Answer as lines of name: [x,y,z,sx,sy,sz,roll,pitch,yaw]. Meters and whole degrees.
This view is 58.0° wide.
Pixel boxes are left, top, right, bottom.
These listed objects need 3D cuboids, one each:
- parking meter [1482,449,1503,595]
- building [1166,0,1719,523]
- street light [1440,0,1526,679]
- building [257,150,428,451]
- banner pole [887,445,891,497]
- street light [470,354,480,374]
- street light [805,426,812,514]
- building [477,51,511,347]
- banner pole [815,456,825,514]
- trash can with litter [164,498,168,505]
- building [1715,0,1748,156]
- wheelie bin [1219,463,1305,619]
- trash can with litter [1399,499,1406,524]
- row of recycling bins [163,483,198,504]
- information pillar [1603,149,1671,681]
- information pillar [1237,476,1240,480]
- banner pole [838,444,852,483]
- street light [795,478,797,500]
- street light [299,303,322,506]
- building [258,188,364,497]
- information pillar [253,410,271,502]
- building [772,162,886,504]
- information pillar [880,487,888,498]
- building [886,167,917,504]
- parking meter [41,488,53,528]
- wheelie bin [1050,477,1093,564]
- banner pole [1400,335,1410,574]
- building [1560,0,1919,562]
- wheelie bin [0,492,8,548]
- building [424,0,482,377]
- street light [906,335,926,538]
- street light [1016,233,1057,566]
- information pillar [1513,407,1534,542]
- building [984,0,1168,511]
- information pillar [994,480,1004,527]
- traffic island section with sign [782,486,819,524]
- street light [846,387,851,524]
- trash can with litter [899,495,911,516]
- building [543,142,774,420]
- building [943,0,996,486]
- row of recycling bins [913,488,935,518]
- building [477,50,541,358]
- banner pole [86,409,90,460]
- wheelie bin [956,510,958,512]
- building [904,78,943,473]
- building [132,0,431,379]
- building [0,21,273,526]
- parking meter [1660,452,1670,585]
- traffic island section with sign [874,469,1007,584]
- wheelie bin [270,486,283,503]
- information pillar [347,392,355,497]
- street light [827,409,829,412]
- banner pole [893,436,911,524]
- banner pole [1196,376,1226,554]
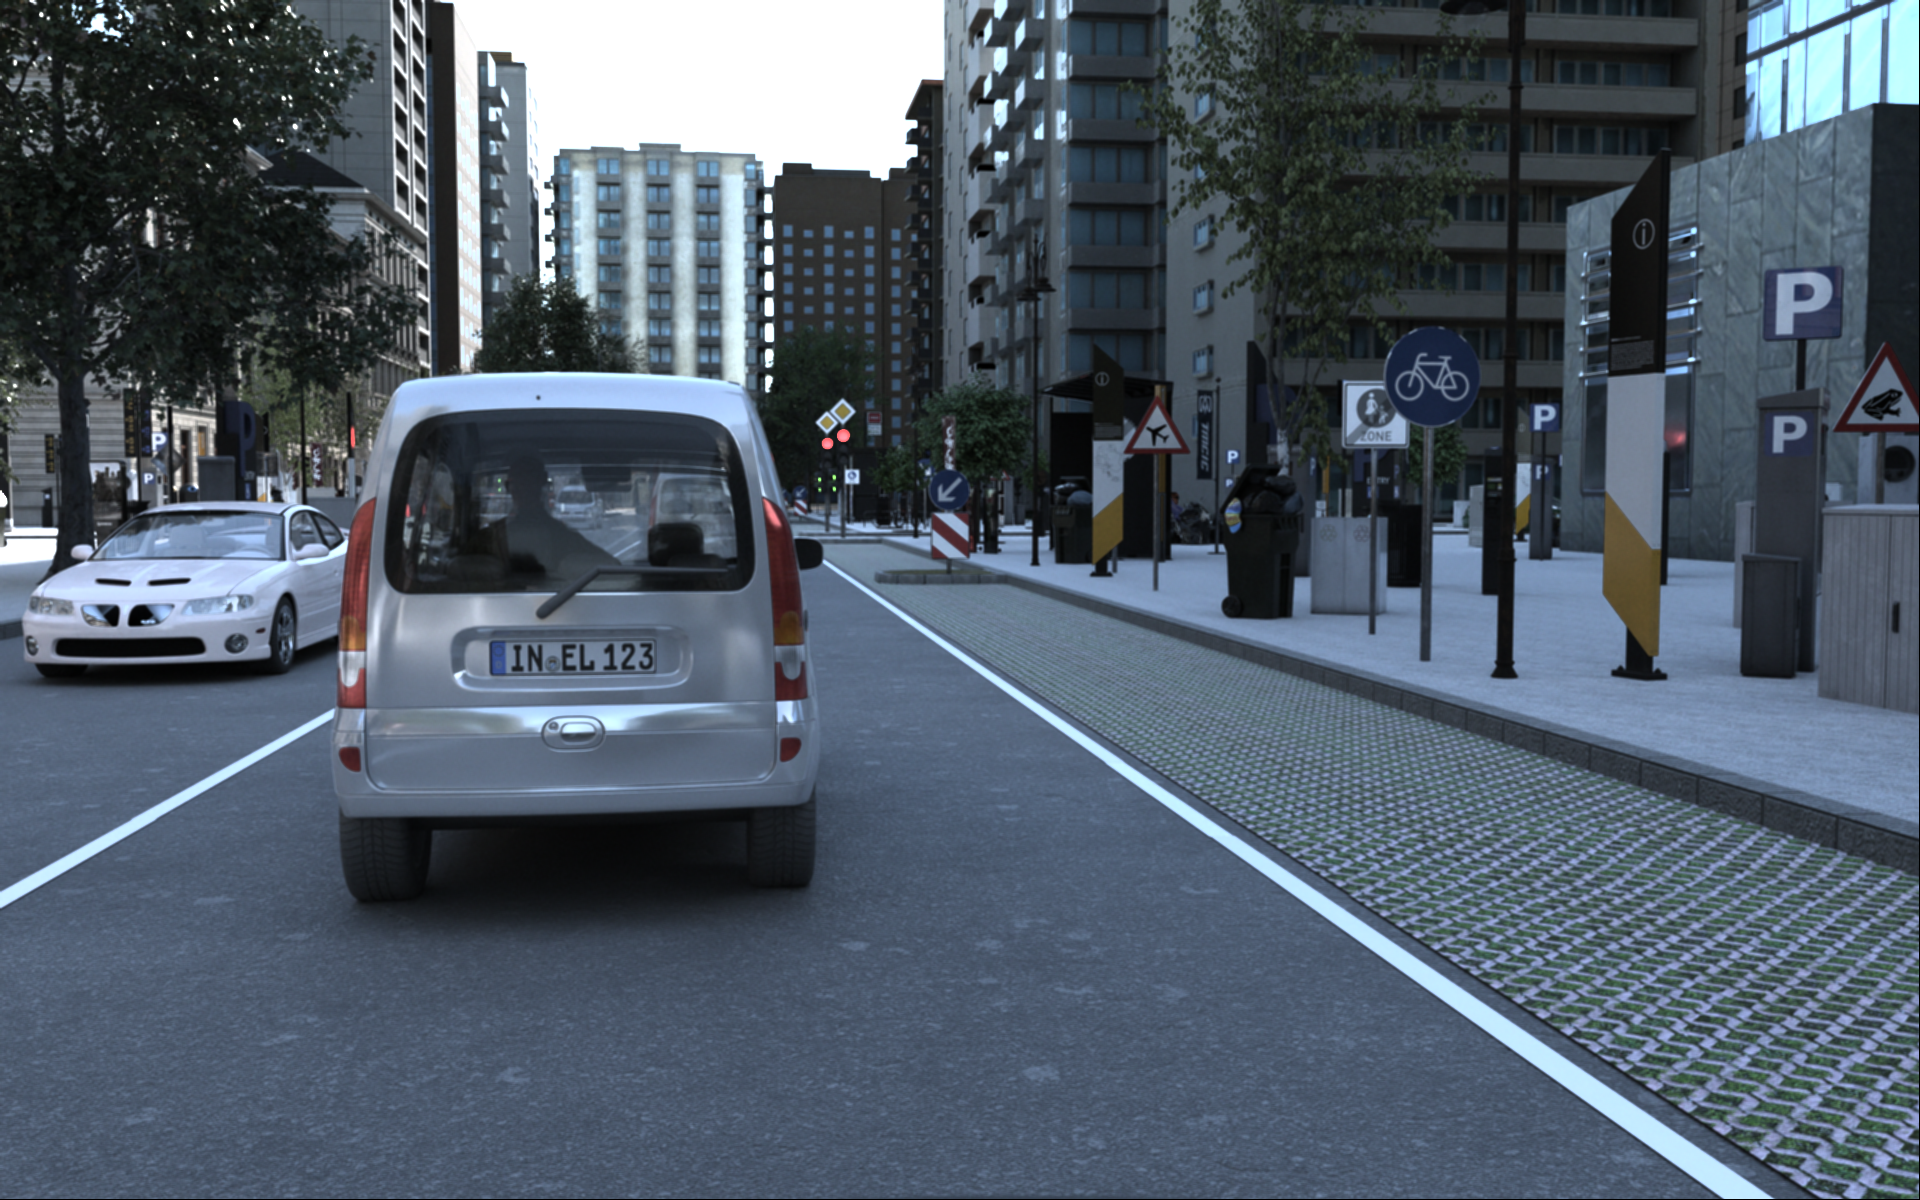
parking meter: [6.803,-1.000,22.069,0.255,1.863,0.399,1,4,15]
building: [21.586,-28.231,85.279,21.600,48.544,21.300,0,4,-8]
street light: [3.810,-2.395,11.943,0.468,5.910,1.993,0,4,-8]
building: [-43.447,-17.681,117.964,11.050,23.489,19.941,0,4,-8]
banner pole: [-3.438,-6.066,89.203,0.401,3.779,0.863,3,5,43]
street light: [-15.994,-5.169,57.297,0.468,5.910,1.993,0,4,-8]
street light: [-9.925,-8.643,114.103,0.468,5.910,1.993,0,4,-8]
building: [-62.032,-34.068,176.622,30.456,49.044,23.786,0,4,-8]
banner pole: [-9.220,-7.599,114.254,0.863,3.779,0.401,-3,5,-44]
trash can with litter: [-25.944,-2.718,55.834,1.055,1.170,0.624,-2,4,-27]
building: [50.521,-39.728,87.802,20.611,71.187,20.563,0,4,-8]
wheelie bin: [3.163,-0.618,18.017,0.693,1.594,0.980,3,5,40]
trash can with litter: [19.094,-3.861,74.509,1.055,1.170,0.624,3,5,44]
row of recycling bins: [-29.340,-3.664,67.013,3.534,1.692,1.069,-3,5,-39]
information pillar: [4.710,-1.266,12.056,0.183,3.616,0.504,-1,4,-21]
information pillar: [11.153,-3.970,69.393,0.304,2.012,0.304,2,4,34]
banner pole: [-5.706,-5.917,86.760,0.863,3.779,0.401,-1,4,-11]
street light: [-12.607,-9.798,132.993,0.468,5.910,1.993,0,4,-8]
street light: [-12.616,-3.696,33.219,0.468,5.910,1.993,0,4,-8]
building: [-40.961,-14.315,98.677,10.561,19.102,19.286,0,4,-8]
information pillar: [-19.574,-3.497,48.533,0.504,3.616,0.183,-2,4,-26]
building: [-18.321,-35.903,237.128,14.200,45.320,14.600,0,4,-8]
information pillar: [-3.836,-5.053,87.115,0.304,2.012,0.304,2,4,35]
building: [-4.178,-36.117,240.618,14.200,45.320,14.600,0,4,-8]
parking meter: [-35.020,-3.549,66.435,0.372,1.533,0.369,0,3,0]
wheelie bin: [2.110,-1.471,31.963,0.980,1.594,0.693,3,5,45]
banner pole: [6.959,-2.264,27.037,0.401,3.779,0.863,0,4,7]
building: [26.734,-43.434,22.815,22.319,86.520,31.000,0,4,-8]
wheelie bin: [-23.022,-2.021,40.955,0.693,1.594,0.980,0,4,-2]
building: [-51.120,-30.917,155.605,14.600,45.320,14.200,0,4,-8]
street light: [-1.288,-4.749,50.431,0.468,5.910,1.993,0,4,-8]
street light: [1.349,-3.554,30.890,0.468,5.910,1.993,0,4,-8]
information pillar: [15.147,-3.372,46.487,0.183,3.616,0.504,-2,4,-32]
building: [13.693,-30.047,110.879,23.786,49.044,30.456,0,4,-8]
information pillar: [1.516,-3.830,67.110,0.304,2.012,0.304,2,4,34]
traffic island section with sign: [-7.854,-4.592,83.712,1.989,1.847,2.006,0,4,-8]
street light: [-4.830,-6.245,74.898,0.468,5.910,1.993,0,4,-8]
trash can with litter: [-3.085,-5.677,103.882,1.678,1.210,2.233,3,4,37]
building: [-41.060,-37.857,238.564,30.456,49.044,23.786,0,4,-8]
building: [13.411,-34.581,154.646,28.713,52.752,27.495,0,4,-8]
row of recycling bins: [-1.965,-5.263,93.162,1.069,1.692,3.534,0,4,6]
building: [-70.936,-42.237,232.568,28.212,58.520,21.231,0,4,-8]
banner pole: [-22.477,-3.331,44.471,0.401,3.779,0.863,0,4,-6]
wheelie bin: [-0.011,-5.035,90.233,0.693,1.594,0.980,-1,4,-23]
building: [5.743,-32.314,182.961,22.147,44.769,28.867,0,4,-8]
building: [-51.374,-42.752,137.252,20.563,71.187,20.611,0,4,-8]
building: [-39.477,-14.778,77.783,11.583,22.565,21.152,0,4,-8]
parking meter: [9.856,-1.152,24.541,0.255,1.863,0.399,0,4,3]
traffic island section with sign: [-0.371,-1.200,28.242,1.989,1.847,2.006,0,4,-8]
wheelie bin: [-26.391,-3.589,66.581,0.693,1.594,0.980,-2,4,-31]
information pillar: [-14.067,-2.978,40.043,0.183,3.616,0.504,-1,4,-12]
street light: [-7.214,-7.445,94.511,0.468,5.910,1.993,0,4,-8]
banner pole: [-2.403,-5.186,74.803,0.401,3.779,0.863,3,5,43]
banner pole: [5.316,-2.863,36.825,0.863,3.779,0.401,-3,4,-38]
